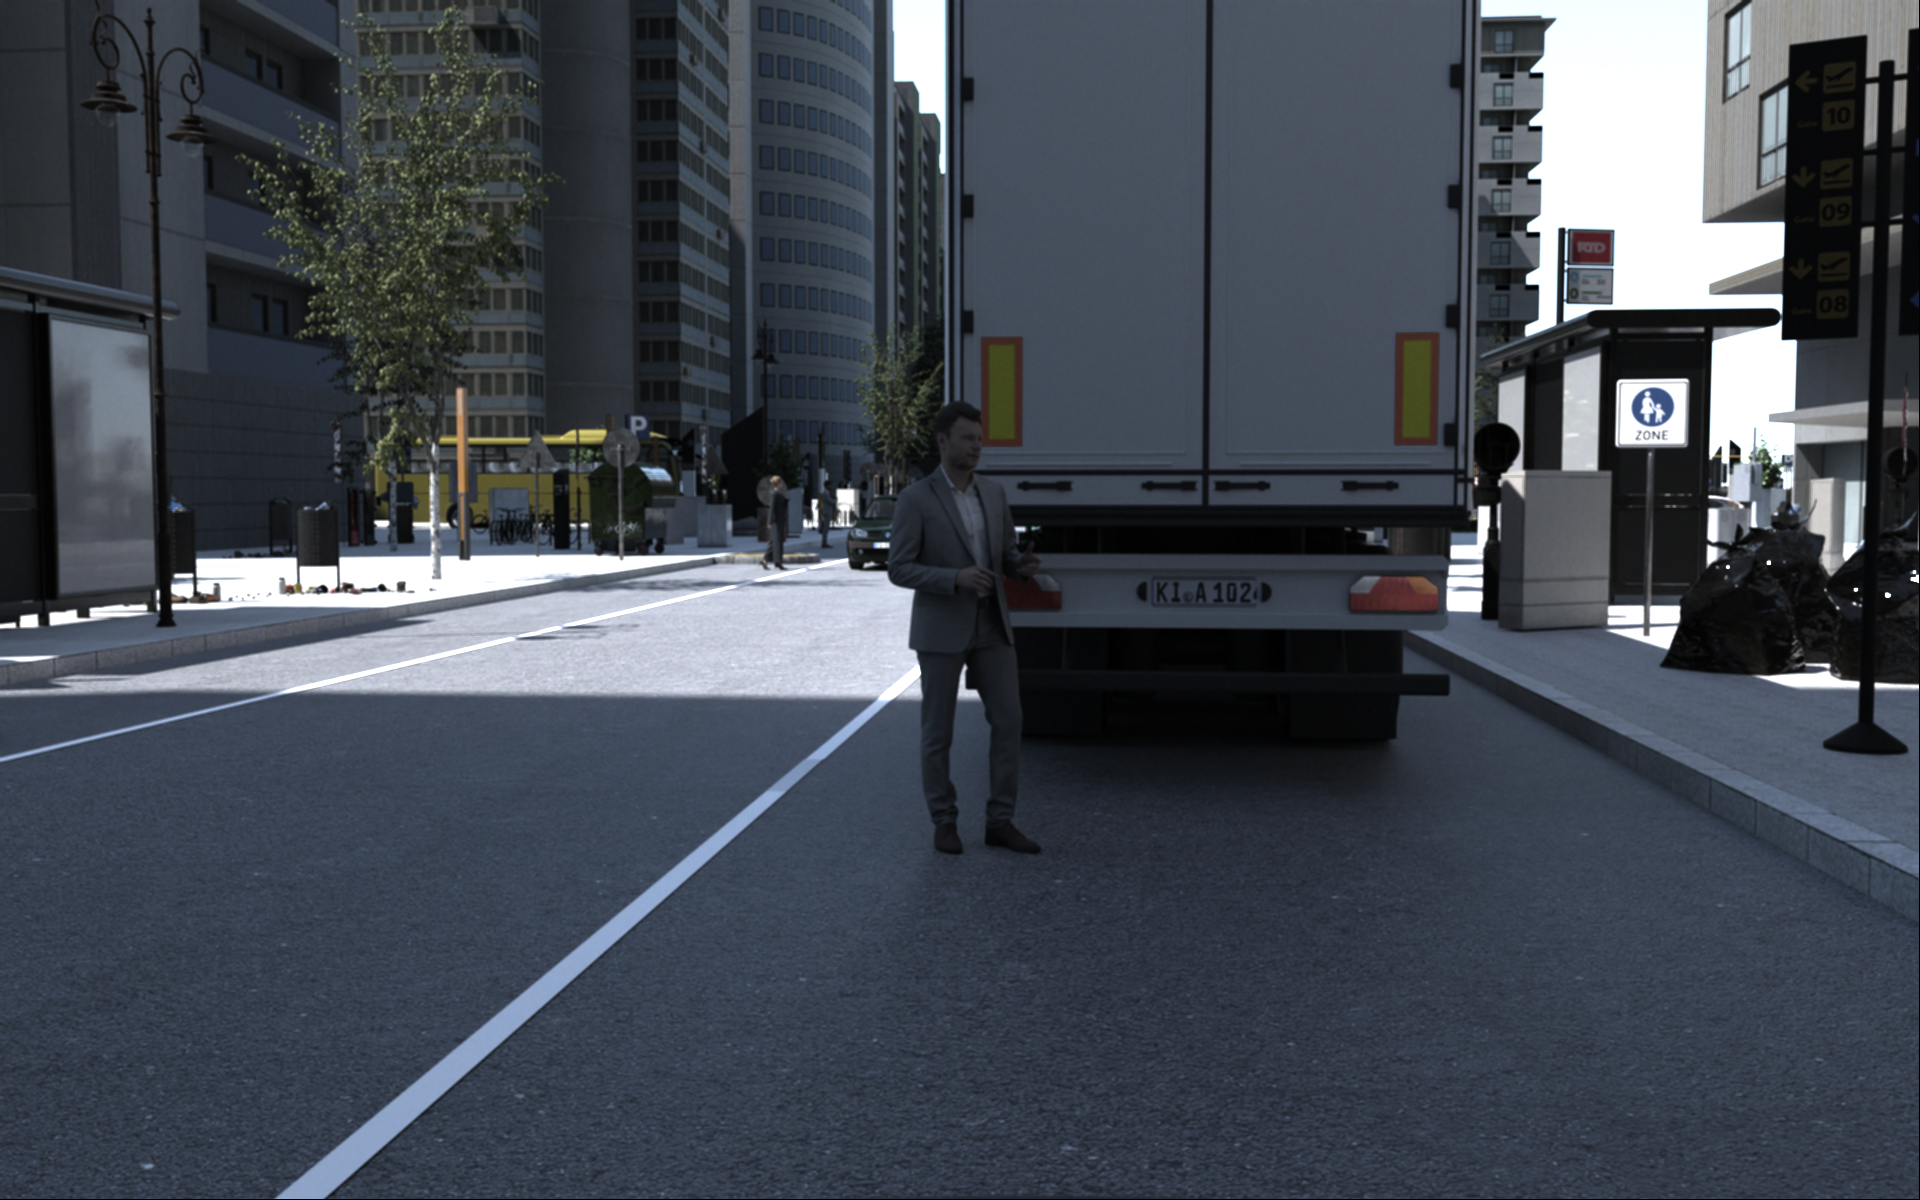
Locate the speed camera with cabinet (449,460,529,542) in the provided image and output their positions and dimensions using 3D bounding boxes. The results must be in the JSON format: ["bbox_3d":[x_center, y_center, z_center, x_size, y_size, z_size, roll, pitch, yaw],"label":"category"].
[{"bbox_3d":[-12.843,-3.234,47.213,2.038,3.252,0.660,-2,4,-25],"label":"speed camera with cabinet"}]

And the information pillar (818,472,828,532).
[{"bbox_3d":[-4.644,-3.309,58.601,0.304,2.012,0.304,0,4,3],"label":"information pillar"}]

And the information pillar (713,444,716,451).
[{"bbox_3d":[-11.454,-5.450,80.464,0.183,3.616,0.504,-2,4,-26],"label":"information pillar"}]

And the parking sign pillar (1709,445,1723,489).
[{"bbox_3d":[41.509,-6.544,95.462,1.447,3.967,1.447,-3,5,-44],"label":"parking sign pillar"}]

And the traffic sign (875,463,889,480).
[{"bbox_3d":[-3.307,-4.349,71.219,0.768,2.556,0.104,1,4,10],"label":"traffic sign"}]

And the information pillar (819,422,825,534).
[{"bbox_3d":[-4.457,-3.955,56.019,0.183,3.616,0.504,1,4,10],"label":"information pillar"}]

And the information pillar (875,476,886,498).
[{"bbox_3d":[-3.181,-3.924,68.642,0.304,2.012,0.304,-2,4,-31],"label":"information pillar"}]

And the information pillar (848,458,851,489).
[{"bbox_3d":[-7.191,-7.381,112.026,0.183,3.616,0.504,-2,4,-33],"label":"information pillar"}]

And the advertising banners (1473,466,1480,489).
[{"bbox_3d":[25.652,-5.623,88.127,0.090,3.025,2.074,-3,4,-38],"label":"advertising banners"}]

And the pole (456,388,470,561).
[{"bbox_3d":[-9.581,-2.420,33.404,0.158,3.312,0.155,0,3,0],"label":"pole"}]

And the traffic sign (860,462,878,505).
[{"bbox_3d":[-3.650,-4.238,69.394,0.768,2.556,0.104,1,4,8],"label":"traffic sign"}]

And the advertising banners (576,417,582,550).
[{"bbox_3d":[-8.758,-2.665,39.755,0.090,3.025,2.074,-1,4,-11],"label":"advertising banners"}]

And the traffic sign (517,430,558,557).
[{"bbox_3d":[-8.572,-2.145,35.082,0.884,2.594,0.081,1,4,11],"label":"traffic sign"}]

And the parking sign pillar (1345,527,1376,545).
[{"bbox_3d":[8.591,-3.072,38.706,1.447,3.967,1.447,0,4,1],"label":"parking sign pillar"}]

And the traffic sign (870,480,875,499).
[{"bbox_3d":[-3.970,-4.949,81.030,0.768,2.556,0.104,0,4,7],"label":"traffic sign"}]

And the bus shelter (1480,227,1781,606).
[{"bbox_3d":[8.585,-2.827,23.857,2.179,5.291,8.768,0,4,5],"label":"bus shelter"}]

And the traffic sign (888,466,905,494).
[{"bbox_3d":[-2.979,-4.904,80.178,0.884,2.594,0.081,1,4,11],"label":"traffic sign"}]

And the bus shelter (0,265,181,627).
[{"bbox_3d":[-9.880,-2.250,14.412,2.179,5.291,8.768,0,4,5],"label":"bus shelter"}]

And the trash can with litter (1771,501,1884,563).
[{"bbox_3d":[8.404,-0.382,17.305,1.678,1.210,2.233,2,4,33],"label":"trash can with litter"}]

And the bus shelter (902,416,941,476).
[{"bbox_3d":[-1.639,-6.996,92.009,2.179,5.291,8.768,0,4,6],"label":"bus shelter"}]

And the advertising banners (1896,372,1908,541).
[{"bbox_3d":[13.274,-1.725,24.388,0.090,3.025,2.074,2,4,30],"label":"advertising banners"}]

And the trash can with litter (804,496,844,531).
[{"bbox_3d":[-4.920,-3.082,61.447,1.678,1.210,2.233,2,4,27],"label":"trash can with litter"}]

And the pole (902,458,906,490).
[{"bbox_3d":[-3.133,-6.323,97.230,0.158,3.312,0.155,0,3,0],"label":"pole"}]

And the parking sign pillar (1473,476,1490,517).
[{"bbox_3d":[28.745,-6.569,95.882,1.447,3.967,1.447,0,4,-1],"label":"parking sign pillar"}]

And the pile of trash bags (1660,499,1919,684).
[{"bbox_3d":[6.979,-0.207,13.144,3.447,1.369,1.912,-3,4,-38],"label":"pile of trash bags"}]

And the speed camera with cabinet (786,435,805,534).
[{"bbox_3d":[-5.454,-3.844,57.187,0.660,3.252,2.038,0,4,-3],"label":"speed camera with cabinet"}]

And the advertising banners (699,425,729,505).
[{"bbox_3d":[-6.387,-2.983,44.966,0.090,3.025,2.074,1,4,12],"label":"advertising banners"}]

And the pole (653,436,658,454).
[{"bbox_3d":[-10.690,-4.103,60.930,0.158,3.312,0.155,0,3,0],"label":"pole"}]

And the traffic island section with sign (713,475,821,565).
[{"bbox_3d":[-3.980,-1.686,36.195,1.989,1.847,2.006,0,4,5],"label":"traffic island section with sign"}]

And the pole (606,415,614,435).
[{"bbox_3d":[-9.010,-3.110,44.688,0.158,3.312,0.155,0,3,0],"label":"pole"}]

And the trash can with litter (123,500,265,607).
[{"bbox_3d":[-9.685,-0.577,20.498,2.233,1.210,1.678,0,4,-4],"label":"trash can with litter"}]

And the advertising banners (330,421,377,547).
[{"bbox_3d":[-14.803,-2.819,42.275,0.090,3.025,2.074,1,4,9],"label":"advertising banners"}]

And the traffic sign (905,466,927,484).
[{"bbox_3d":[-1.559,-3.528,61.329,0.795,2.450,0.064,0,4,5],"label":"traffic sign"}]

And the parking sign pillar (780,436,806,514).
[{"bbox_3d":[-8.043,-5.606,80.123,1.447,3.967,1.447,0,4,-2],"label":"parking sign pillar"}]

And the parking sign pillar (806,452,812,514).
[{"bbox_3d":[-10.088,-7.547,111.862,1.447,3.967,1.447,3,4,39],"label":"parking sign pillar"}]

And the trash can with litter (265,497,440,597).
[{"bbox_3d":[-7.937,-0.696,22.435,2.233,1.210,1.678,0,4,-8],"label":"trash can with litter"}]

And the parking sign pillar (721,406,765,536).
[{"bbox_3d":[-6.644,-3.957,53.165,1.447,3.967,1.447,0,4,0],"label":"parking sign pillar"}]

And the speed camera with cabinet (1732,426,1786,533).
[{"bbox_3d":[23.684,-3.483,51.283,2.038,3.252,0.660,-3,4,-36],"label":"speed camera with cabinet"}]

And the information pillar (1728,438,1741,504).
[{"bbox_3d":[32.596,-4.990,72.944,0.504,3.616,0.183,1,4,9],"label":"information pillar"}]

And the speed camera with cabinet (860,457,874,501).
[{"bbox_3d":[-5.481,-5.980,92.108,2.038,3.252,0.660,2,4,32],"label":"speed camera with cabinet"}]

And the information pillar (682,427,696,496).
[{"bbox_3d":[-9.458,-4.229,60.504,0.504,3.616,0.183,1,4,15],"label":"information pillar"}]

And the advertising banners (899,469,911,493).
[{"bbox_3d":[-4.244,-7.589,120.261,2.074,3.025,0.090,-2,4,-25],"label":"advertising banners"}]
